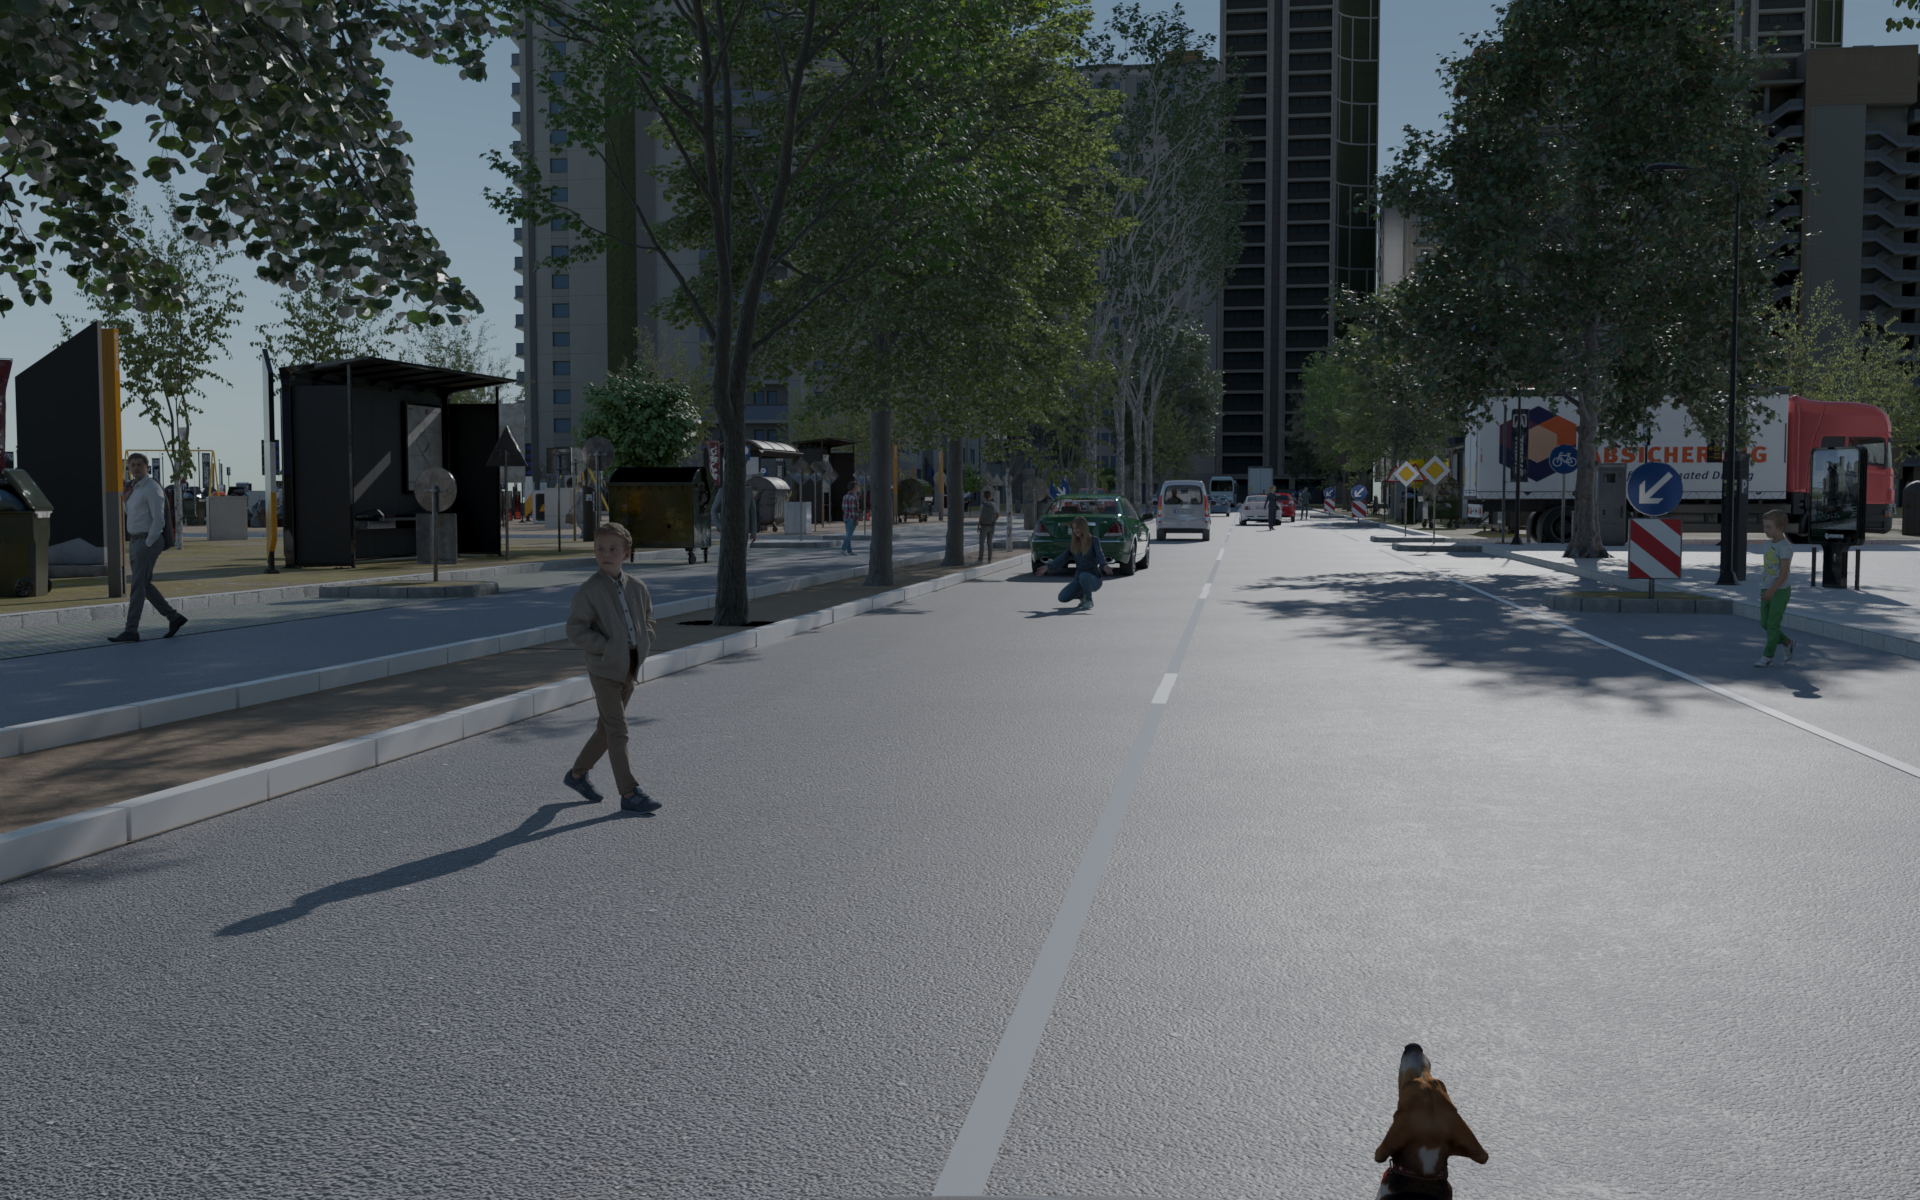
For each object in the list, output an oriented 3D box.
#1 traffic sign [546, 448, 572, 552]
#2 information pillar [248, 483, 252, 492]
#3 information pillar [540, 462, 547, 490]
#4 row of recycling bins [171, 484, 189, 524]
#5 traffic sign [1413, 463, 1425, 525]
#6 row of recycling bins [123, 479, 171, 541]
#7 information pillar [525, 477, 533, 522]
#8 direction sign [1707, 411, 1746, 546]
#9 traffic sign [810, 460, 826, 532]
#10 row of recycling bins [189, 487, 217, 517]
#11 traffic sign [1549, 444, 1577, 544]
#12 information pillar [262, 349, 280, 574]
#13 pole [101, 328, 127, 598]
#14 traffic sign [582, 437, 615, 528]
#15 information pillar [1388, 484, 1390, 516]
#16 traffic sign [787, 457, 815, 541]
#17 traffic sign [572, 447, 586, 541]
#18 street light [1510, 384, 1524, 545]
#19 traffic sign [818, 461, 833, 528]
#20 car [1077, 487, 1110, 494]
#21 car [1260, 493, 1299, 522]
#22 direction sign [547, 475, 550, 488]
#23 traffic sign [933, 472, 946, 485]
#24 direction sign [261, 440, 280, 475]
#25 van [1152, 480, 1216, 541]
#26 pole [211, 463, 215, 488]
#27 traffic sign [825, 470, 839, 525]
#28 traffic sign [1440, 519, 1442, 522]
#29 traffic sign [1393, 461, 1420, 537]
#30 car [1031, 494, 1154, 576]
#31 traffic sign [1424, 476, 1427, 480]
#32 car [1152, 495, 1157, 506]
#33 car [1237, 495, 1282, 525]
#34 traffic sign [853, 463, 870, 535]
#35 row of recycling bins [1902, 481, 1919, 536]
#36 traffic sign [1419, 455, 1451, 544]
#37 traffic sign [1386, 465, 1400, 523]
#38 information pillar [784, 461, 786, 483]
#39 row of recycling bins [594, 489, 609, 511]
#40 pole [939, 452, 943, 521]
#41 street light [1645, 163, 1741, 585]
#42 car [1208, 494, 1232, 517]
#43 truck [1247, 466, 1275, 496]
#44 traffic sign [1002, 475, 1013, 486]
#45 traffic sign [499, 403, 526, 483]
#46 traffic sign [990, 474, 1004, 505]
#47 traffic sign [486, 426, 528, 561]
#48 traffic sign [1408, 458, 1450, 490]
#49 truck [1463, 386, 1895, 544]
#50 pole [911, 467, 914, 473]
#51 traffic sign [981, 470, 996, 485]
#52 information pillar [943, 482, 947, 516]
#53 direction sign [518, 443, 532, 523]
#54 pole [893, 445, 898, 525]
[{"bbox_3d":[-8.839,-2.205,38.174,0.606,2.300,0.079,1,4,13],"label":"traffic sign"},{"bbox_3d":[-47.862,-6.861,116.673,0.304,2.012,0.304,-2,4,-30],"label":"information pillar"},{"bbox_3d":[-29.872,-8.122,124.145,0.504,3.616,0.183,0,4,3],"label":"information pillar"},{"bbox_3d":[-34.490,-4.014,72.737,3.534,1.692,1.069,-2,4,-28],"label":"row of recycling bins"},{"bbox_3d":[18.954,-4.414,72.165,0.884,2.594,0.081,1,4,17],"label":"traffic sign"},{"bbox_3d":[-22.880,-2.428,46.813,1.069,1.692,3.534,0,4,5],"label":"row of recycling bins"},{"bbox_3d":[-20.136,-5.471,80.798,0.504,3.616,0.183,3,4,37],"label":"information pillar"},{"bbox_3d":[18.999,-3.118,42.981,0.876,3.537,0.379,1,4,20],"label":"direction sign"},{"bbox_3d":[-4.933,-3.537,59.012,0.795,2.450,0.064,1,4,15],"label":"traffic sign"},{"bbox_3d":[-42.921,-5.424,95.798,3.534,1.692,1.069,-1,4,-13],"label":"row of recycling bins"},{"bbox_3d":[15.484,-2.711,44.427,0.768,2.556,0.104,1,4,11],"label":"traffic sign"},{"bbox_3d":[-11.072,-2.228,27.784,0.183,3.616,0.504,-2,4,-32],"label":"information pillar"},{"bbox_3d":[-10.471,-1.687,21.429,0.158,3.312,0.155,0,3,0],"label":"pole"},{"bbox_3d":[-8.018,-2.339,38.346,0.768,2.556,0.104,1,4,11],"label":"traffic sign"},{"bbox_3d":[24.678,-5.781,99.006,0.304,2.012,0.304,-3,5,-44],"label":"information pillar"},{"bbox_3d":[-4.308,-2.648,46.930,0.795,2.450,0.064,1,4,9],"label":"traffic sign"},{"bbox_3d":[-10.528,-2.885,47.275,0.768,2.556,0.104,1,4,15],"label":"traffic sign"},{"bbox_3d":[13.579,-4.359,43.813,1.470,5.913,1.316,1,4,9],"label":"street light"},{"bbox_3d":[-5.222,-4.027,65.950,0.768,2.556,0.104,1,4,16],"label":"traffic sign"},{"bbox_3d":[7.545,-5.497,98.555,2.281,1.827,5.304,1,4,11],"label":"car"},{"bbox_3d":[16.468,-4.934,89.708,2.155,1.783,4.494,1,4,11],"label":"car"},{"bbox_3d":[-31.847,-8.687,134.024,0.379,3.537,0.876,-2,4,-25],"label":"direction sign"},{"bbox_3d":[-1.139,-5.939,97.201,0.768,2.556,0.104,1,4,19],"label":"traffic sign"},{"bbox_3d":[-28.655,-4.896,72.048,0.876,3.537,0.379,1,4,17],"label":"direction sign"},{"bbox_3d":[7.024,-2.893,54.308,2.013,2.044,4.112,1,4,8],"label":"van"},{"bbox_3d":[-49.128,-7.345,113.934,0.158,3.312,0.155,0,3,0],"label":"pole"},{"bbox_3d":[-5.364,-4.291,71.336,0.795,2.450,0.064,1,4,12],"label":"traffic sign"},{"bbox_3d":[21.808,-4.791,78.447,0.768,2.556,0.104,1,4,19],"label":"traffic sign"},{"bbox_3d":[13.411,-2.963,52.092,0.795,2.450,0.064,1,4,9],"label":"traffic sign"},{"bbox_3d":[2.459,-1.236,32.011,2.131,1.459,4.920,1,4,11],"label":"car"},{"bbox_3d":[26.441,-5.941,97.247,0.768,2.556,0.104,1,4,11],"label":"traffic sign"},{"bbox_3d":[20.851,-10.412,182.600,2.083,1.381,4.827,1,4,9],"label":"car"},{"bbox_3d":[14.003,-4.187,80.815,2.083,1.381,4.827,0,4,8],"label":"car"},{"bbox_3d":[-3.010,-3.129,54.809,0.795,2.450,0.064,1,4,9],"label":"traffic sign"},{"bbox_3d":[31.086,-2.837,53.494,3.534,1.692,1.069,1,4,9],"label":"row of recycling bins"},{"bbox_3d":[12.112,-2.481,44.213,0.795,2.450,0.064,1,4,9],"label":"traffic sign"},{"bbox_3d":[19.482,-4.738,77.470,0.884,2.594,0.081,1,4,16],"label":"traffic sign"},{"bbox_3d":[-11.145,-7.227,109.519,0.183,3.616,0.504,1,4,17],"label":"information pillar"},{"bbox_3d":[-28.336,-7.811,134.825,3.534,1.692,1.069,1,4,20],"label":"row of recycling bins"},{"bbox_3d":[-0.915,-5.474,83.337,0.158,3.312,0.155,0,3,0],"label":"pole"},{"bbox_3d":[10.318,-3.172,24.396,1.470,5.913,1.316,1,4,9],"label":"street light"},{"bbox_3d":[16.356,-6.029,110.570,2.014,1.417,4.499,1,4,9],"label":"car"},{"bbox_3d":[31.070,-11.621,178.919,2.839,4.237,11.283,1,4,10],"label":"truck"},{"bbox_3d":[3.087,-6.876,112.527,0.768,2.556,0.104,1,4,10],"label":"traffic sign"},{"bbox_3d":[-10.846,-2.763,39.046,2.265,3.308,0.079,1,4,14],"label":"traffic sign"},{"bbox_3d":[2.315,-6.663,108.936,0.884,2.594,0.081,1,4,19],"label":"traffic sign"},{"bbox_3d":[-8.719,-2.036,33.301,0.884,2.594,0.081,1,4,16],"label":"traffic sign"},{"bbox_3d":[26.395,-6.346,97.628,2.265,3.308,0.079,1,4,13],"label":"traffic sign"},{"bbox_3d":[19.508,-3.529,46.612,11.283,4.237,2.839,1,4,9],"label":"truck"},{"bbox_3d":[-3.538,-8.320,129.870,0.158,3.312,0.155,0,3,0],"label":"pole"},{"bbox_3d":[1.548,-5.817,95.108,0.884,2.594,0.081,1,4,10],"label":"traffic sign"},{"bbox_3d":[-0.904,-5.809,99.467,0.304,2.012,0.304,-2,4,-30],"label":"information pillar"},{"bbox_3d":[-19.508,-5.208,77.145,0.876,3.537,0.379,0,4,-2],"label":"direction sign"},{"bbox_3d":[-2.706,-4.790,72.164,0.158,3.312,0.155,0,3,0],"label":"pole"}]
